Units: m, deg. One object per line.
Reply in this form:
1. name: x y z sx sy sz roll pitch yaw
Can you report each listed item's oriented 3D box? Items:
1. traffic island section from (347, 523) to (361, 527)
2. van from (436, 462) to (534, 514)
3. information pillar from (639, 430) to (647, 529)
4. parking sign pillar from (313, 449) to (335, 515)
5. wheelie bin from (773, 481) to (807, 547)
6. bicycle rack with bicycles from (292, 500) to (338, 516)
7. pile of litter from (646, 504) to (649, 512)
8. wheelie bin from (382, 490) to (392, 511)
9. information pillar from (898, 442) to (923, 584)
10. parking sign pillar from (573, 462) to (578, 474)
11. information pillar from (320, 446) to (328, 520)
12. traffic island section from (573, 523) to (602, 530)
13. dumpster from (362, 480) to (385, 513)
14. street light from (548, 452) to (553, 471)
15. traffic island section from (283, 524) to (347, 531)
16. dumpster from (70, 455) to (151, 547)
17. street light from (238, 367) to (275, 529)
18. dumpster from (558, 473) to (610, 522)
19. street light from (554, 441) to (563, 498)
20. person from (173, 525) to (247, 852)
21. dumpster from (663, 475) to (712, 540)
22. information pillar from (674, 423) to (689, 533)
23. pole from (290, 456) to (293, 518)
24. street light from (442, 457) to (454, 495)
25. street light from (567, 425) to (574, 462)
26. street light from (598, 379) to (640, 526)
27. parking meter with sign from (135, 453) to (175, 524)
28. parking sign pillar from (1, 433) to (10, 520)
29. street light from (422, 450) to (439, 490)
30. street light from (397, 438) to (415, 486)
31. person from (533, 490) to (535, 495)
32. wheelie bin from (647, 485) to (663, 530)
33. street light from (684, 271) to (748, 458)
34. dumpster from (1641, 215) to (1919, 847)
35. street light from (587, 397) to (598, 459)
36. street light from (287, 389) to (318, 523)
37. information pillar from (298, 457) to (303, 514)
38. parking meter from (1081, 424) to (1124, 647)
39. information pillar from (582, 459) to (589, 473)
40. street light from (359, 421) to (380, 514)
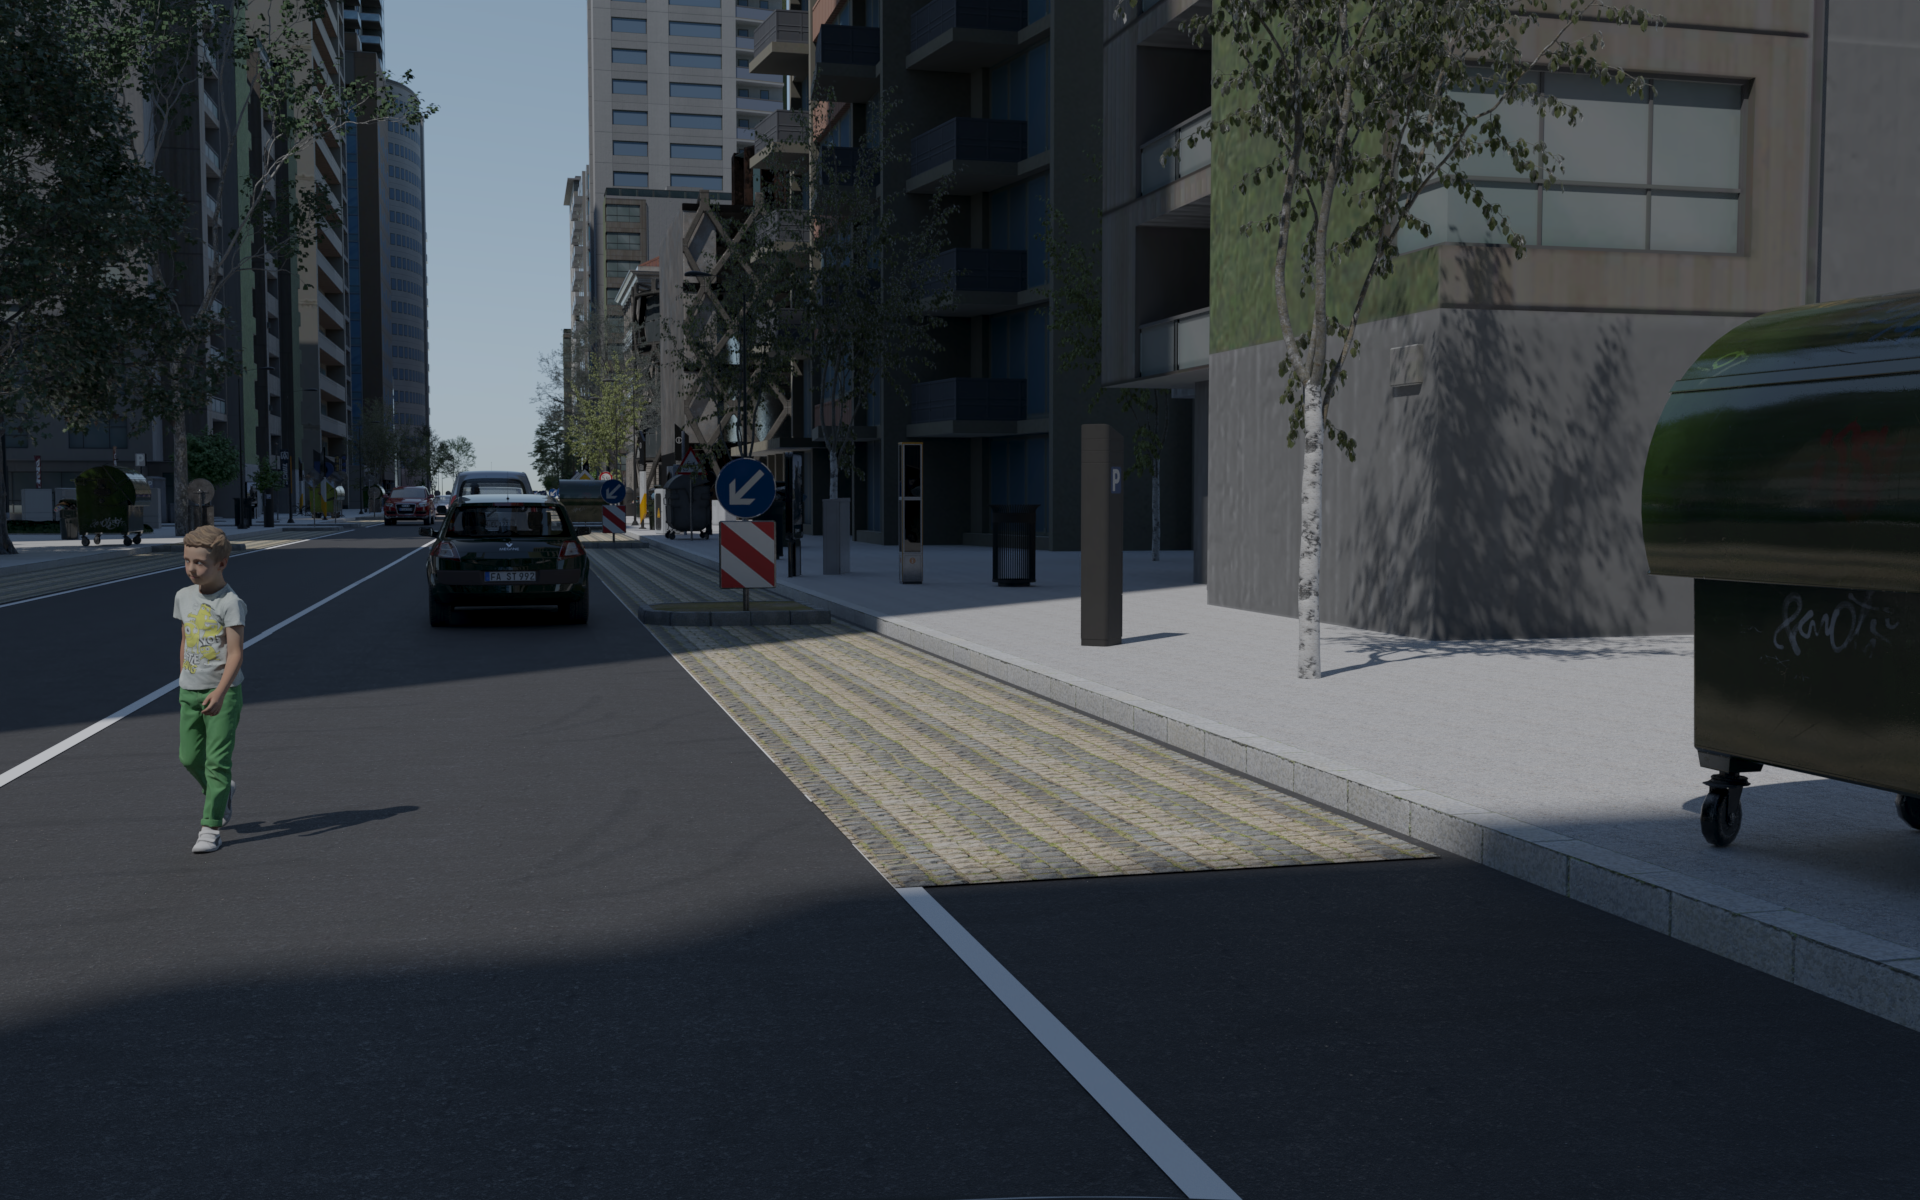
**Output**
1. traffic island section: -27.195 -3.247 75.373 2.009 0.180 2.903 -1 4 -14
2. van: -8.697 -1.540 32.197 2.013 2.044 4.112 -1 4 -16
3. information pillar: -11.615 -4.407 63.413 0.183 3.616 0.504 -2 4 -29
4. parking sign pillar: -37.867 -7.024 103.307 1.447 3.967 1.447 -1 4 -15
5. wheelie bin: -4.200 -2.087 42.030 0.980 1.594 0.693 0 4 1
6. bicycle rack with bicycles: -37.429 -5.343 100.734 2.925 0.926 2.852 -2 4 -26
7. pile of litter: -17.507 -5.058 96.665 1.176 0.858 1.719 -3 5 -41
8. wheelie bin: -43.366 -7.553 131.396 0.980 1.594 0.693 -2 4 -27
9. information pillar: -0.704 -1.237 24.722 0.304 2.012 0.304 -1 4 -12
10. parking sign pillar: -32.787 -9.736 147.657 1.447 3.967 1.447 -1 4 -13
11. information pillar: -31.358 -5.747 85.323 0.183 3.616 0.504 -3 5 -41
12. traffic island section: -17.122 -3.403 77.923 2.009 0.180 2.903 -1 4 -14
13. dumpster: -40.864 -7.220 120.542 1.502 2.255 1.985 -1 4 -14
14. street light: -44.502 -13.385 191.382 1.470 5.913 1.316 -1 4 -14
15. traffic island section: -25.224 -2.774 67.634 2.009 0.180 2.903 -1 4 -14
16. dumpster: -21.157 -2.488 43.171 1.502 2.255 1.985 -1 4 -14
17. street light: -25.701 -5.548 63.251 1.470 5.913 1.316 -1 4 -14
18. dumpster: -14.672 -3.835 67.652 1.985 2.255 1.502 -1 4 -13
19. street light: -35.803 -11.279 156.949 1.470 5.913 1.316 -1 4 -14
20. person: -3.075 0.344 7.131 0.306 1.304 0.590 0 4 -8
21. dumpster: -7.740 -2.661 49.262 1.264 1.857 1.865 -1 4 -14
22. information pillar: -9.207 -4.033 57.289 0.504 3.616 0.183 -1 4 -18
23. pole: -36.143 -6.093 93.458 0.158 3.312 0.155 0 3 0
24. street light: -68.063 -15.719 229.539 1.470 5.913 1.316 -1 4 -14
25. street light: -25.680 -8.837 117.027 1.470 5.913 1.316 -1 4 -14
26. street light: -13.734 -5.968 70.119 1.470 5.913 1.316 -1 4 -14
27. parking meter with sign: -34.864 -4.828 75.194 0.543 3.016 1.738 1 4 21
28. parking sign pillar: -42.942 -5.400 76.759 1.447 3.967 1.447 -1 4 -16
29. street light: -56.137 -12.861 182.812 1.470 5.913 1.316 -1 4 -14
30. street light: -47.505 -10.791 148.966 1.470 5.913 1.316 -1 4 -14
31. person: -45.249 -10.716 183.699 0.705 1.826 1.348 2 4 26
32. wheelie bin: -10.740 -3.287 61.645 0.693 1.594 0.980 -2 4 -32
33. street light: -5.049 -3.900 36.312 1.470 5.913 1.316 -1 4 -14
34. dumpster: 3.452 -0.191 5.619 1.502 2.255 1.985 -1 4 -14
35. street light: -17.051 -6.769 83.207 1.470 5.913 1.316 -1 4 -14
36. street light: -28.942 -6.341 76.211 1.470 5.913 1.316 -1 4 -14
37. information pillar: -41.530 -7.203 109.119 0.183 3.616 0.504 -3 5 -39
38. parking meter: 1.208 -0.550 14.697 0.255 1.863 0.399 2 4 27
39. information pillar: -25.063 -7.631 116.113 0.504 3.616 0.183 1 4 20
40. street light: -37.631 -8.427 110.326 1.470 5.913 1.316 -1 4 -14
